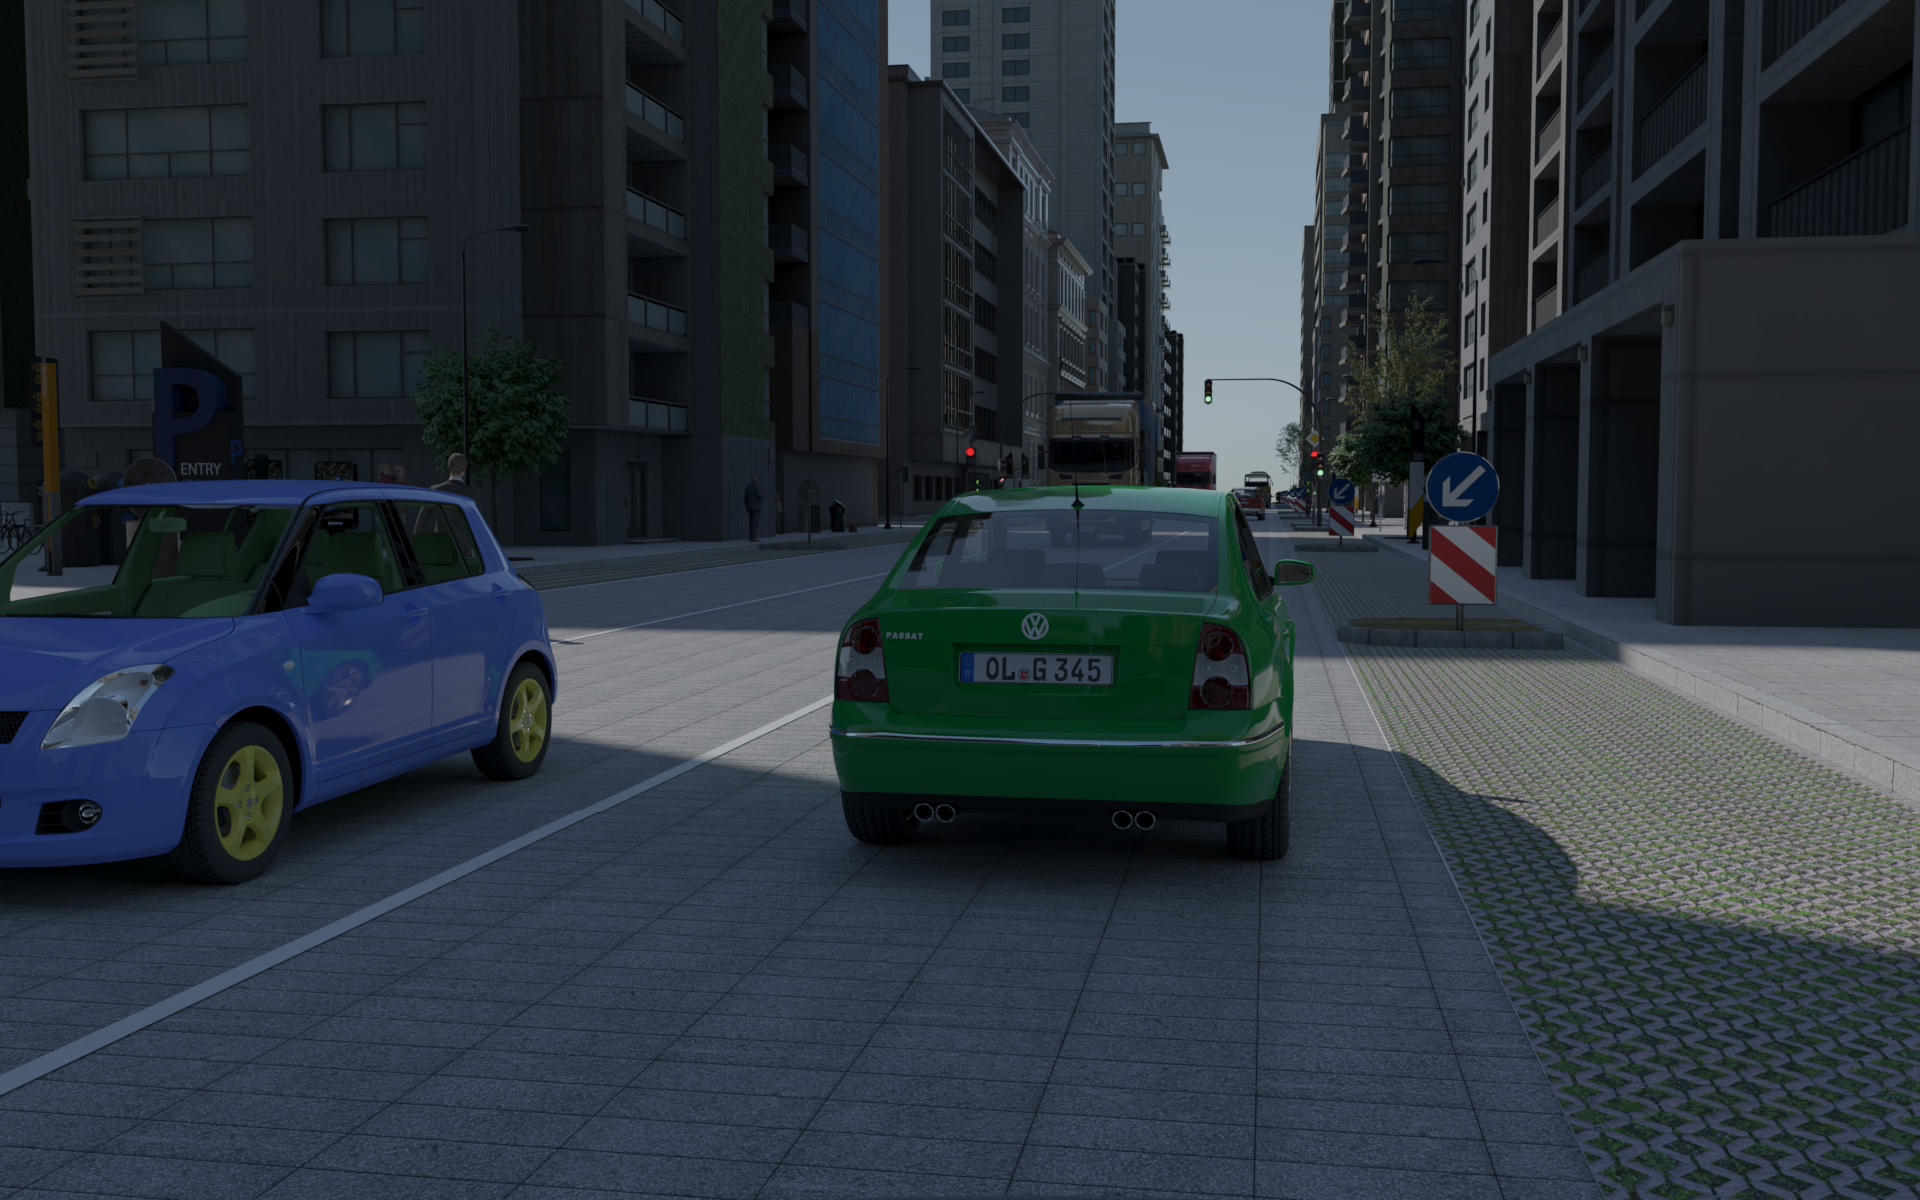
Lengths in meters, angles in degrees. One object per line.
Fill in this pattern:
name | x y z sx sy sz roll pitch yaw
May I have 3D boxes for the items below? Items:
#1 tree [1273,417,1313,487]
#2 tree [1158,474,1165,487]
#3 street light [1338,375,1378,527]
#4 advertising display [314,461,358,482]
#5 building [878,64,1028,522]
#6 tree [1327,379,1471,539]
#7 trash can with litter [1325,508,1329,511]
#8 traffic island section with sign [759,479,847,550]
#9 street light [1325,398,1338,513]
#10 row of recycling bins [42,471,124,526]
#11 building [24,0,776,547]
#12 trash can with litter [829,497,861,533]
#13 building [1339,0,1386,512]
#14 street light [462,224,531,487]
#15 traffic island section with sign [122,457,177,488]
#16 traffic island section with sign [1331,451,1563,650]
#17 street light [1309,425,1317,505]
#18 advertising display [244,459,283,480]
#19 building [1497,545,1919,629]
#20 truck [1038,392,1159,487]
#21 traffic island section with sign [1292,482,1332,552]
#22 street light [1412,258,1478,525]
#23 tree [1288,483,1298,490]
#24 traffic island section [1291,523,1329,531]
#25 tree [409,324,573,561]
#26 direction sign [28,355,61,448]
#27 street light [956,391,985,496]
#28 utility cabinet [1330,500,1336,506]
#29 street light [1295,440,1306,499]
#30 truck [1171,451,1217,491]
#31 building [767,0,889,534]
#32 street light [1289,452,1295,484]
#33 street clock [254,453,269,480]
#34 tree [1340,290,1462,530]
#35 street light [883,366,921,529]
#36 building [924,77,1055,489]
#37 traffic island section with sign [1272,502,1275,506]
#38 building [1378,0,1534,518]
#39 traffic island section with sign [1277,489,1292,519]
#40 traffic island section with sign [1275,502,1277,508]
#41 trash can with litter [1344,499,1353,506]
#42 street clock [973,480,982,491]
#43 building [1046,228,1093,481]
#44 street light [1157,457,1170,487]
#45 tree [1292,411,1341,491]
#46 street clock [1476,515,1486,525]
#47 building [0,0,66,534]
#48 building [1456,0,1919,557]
tree | 45.518 -18.686 231.268 9.928 11.665 9.643 0 3 0
tree | 25.368 -14.989 228.783 4.285 4.588 4.351 0 3 0
street light | 15.560 -5.799 67.349 1.470 5.913 1.316 1 4 10
advertising display | -12.151 -1.746 33.761 0.974 1.923 0.123 1 4 22
building | -5.363 -16.845 94.481 14.314 24.678 30.058 1 4 10
tree | 12.916 -4.037 49.717 4.285 4.588 4.351 0 3 0
trash can with litter | 27.462 -7.160 128.126 1.678 1.210 2.233 1 4 14
traffic island section with sign | -4.011 -2.231 45.109 1.989 1.847 2.006 1 4 10
street light | 18.357 -6.794 83.618 1.470 5.913 1.316 1 4 10
row of recycling bins | -15.144 -1.509 31.787 1.069 1.692 3.534 2 4 26
building | -13.600 -22.098 44.889 14.154 41.232 14.086 1 4 10
trash can with litter | -3.845 -2.849 57.973 1.055 1.170 0.624 0 4 6
building | 40.632 -29.209 132.188 22.147 44.769 28.867 1 4 10
street light | -8.075 -3.519 30.076 1.470 5.913 1.316 1 4 10
traffic island section with sign | -8.812 -0.577 18.062 1.989 1.847 2.006 1 4 10
traffic island section with sign | 4.712 -0.508 16.930 1.989 1.847 2.006 1 4 10
street light | 24.167 -8.800 116.429 1.470 5.913 1.316 1 4 10
advertising display | -12.807 -1.627 31.823 0.123 1.923 0.974 1 4 18
building | 17.785 -35.421 17.382 20.563 71.187 20.611 1 4 10
truck | 4.200 -3.735 49.979 2.839 4.237 11.283 1 4 9
traffic island section with sign | 9.431 -2.131 43.471 1.989 1.847 2.006 1 4 10
street light | 9.595 -3.770 34.186 1.470 5.913 1.316 1 4 10
tree | 57.691 -18.663 299.734 1.663 3.219 1.824 0 3 0
traffic island section | 15.466 -3.261 75.602 2.009 0.180 2.903 1 4 10
tree | -9.009 -3.054 33.645 4.285 4.588 4.351 0 3 0
direction sign | -15.126 -2.244 28.682 0.379 3.537 0.876 0 4 0
street light | 0.411 -6.452 78.029 1.470 5.913 1.316 1 4 10
utility cabinet | 21.770 -5.653 101.103 0.318 1.500 1.173 1 4 14
street light | 31.574 -11.351 158.132 1.470 5.913 1.316 1 4 10
truck | 15.833 -7.784 116.186 2.839 4.237 11.283 1 4 10
building | -11.041 -25.248 62.915 14.200 45.320 14.600 1 4 10
street light | 37.369 -13.358 190.946 1.470 5.913 1.316 1 4 10
street clock | -12.393 -1.603 30.777 0.358 2.002 0.471 -2 4 -24
tree | 15.745 -6.820 61.868 4.737 8.622 4.395 0 3 0
street light | -2.119 -5.548 63.251 1.470 5.913 1.316 1 4 10
building | -1.317 -20.380 119.117 13.634 28.700 20.117 1 4 10
traffic island section with sign | 32.571 -10.089 173.585 1.989 1.847 2.006 1 4 10
building | 30.806 -19.913 97.287 14.160 30.474 14.107 1 4 10
traffic island section with sign | 19.162 -5.479 98.206 1.989 1.847 2.006 1 4 10
traffic island section with sign | 23.880 -7.102 124.747 1.989 1.847 2.006 1 4 10
trash can with litter | 22.785 -5.528 101.773 0.624 1.170 1.055 1 4 15
street clock | 0.822 -4.695 81.340 0.358 2.002 0.471 -2 4 -32
building | 4.144 -18.944 138.614 11.050 23.489 19.941 1 4 10
street light | 25.543 -15.107 219.536 1.470 5.913 1.316 1 4 10
tree | 31.817 -12.488 154.549 4.360 8.622 3.978 0 3 0
street clock | 12.484 -2.257 41.469 0.358 2.002 0.471 -3 4 -36
building | -40.160 -32.023 65.569 28.212 58.520 21.231 1 4 10
building | 25.183 -37.115 45.075 20.563 71.187 20.611 1 4 10
